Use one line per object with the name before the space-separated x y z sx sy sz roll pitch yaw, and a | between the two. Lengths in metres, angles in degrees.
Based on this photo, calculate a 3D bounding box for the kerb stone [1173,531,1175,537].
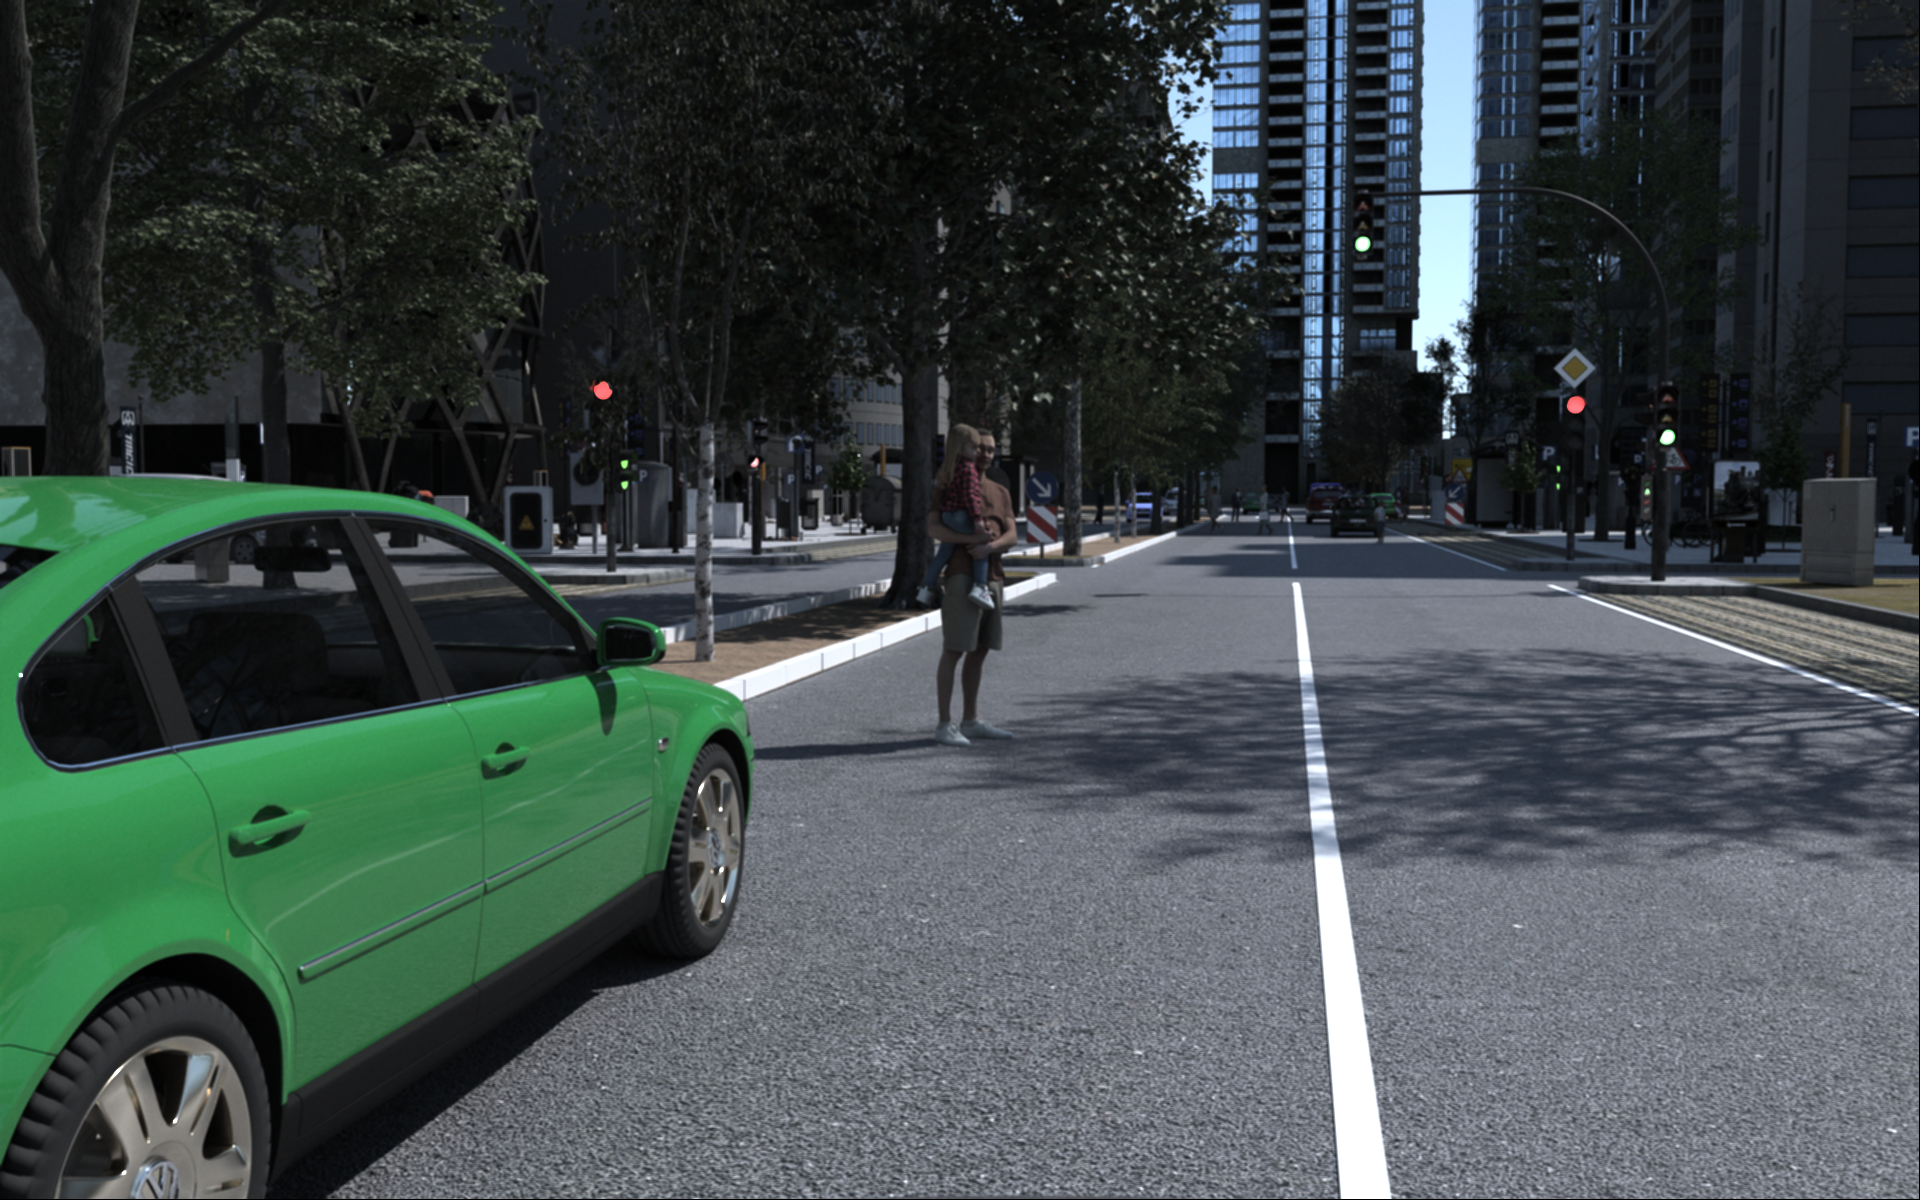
kerb stone | 6.806 -2.087 56.310 0.120 0.150 1.000 1 4 11

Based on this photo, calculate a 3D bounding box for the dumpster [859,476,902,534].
dumpster | -2.504 -3.093 56.335 1.264 1.857 1.865 1 4 11

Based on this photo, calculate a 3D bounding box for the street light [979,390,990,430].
street light | 1.127 -6.289 75.611 0.468 5.910 1.993 1 4 11

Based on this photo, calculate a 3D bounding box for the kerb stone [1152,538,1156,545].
kerb stone | 5.289 -1.593 48.256 0.120 0.150 1.000 1 4 11

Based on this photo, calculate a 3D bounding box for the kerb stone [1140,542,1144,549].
kerb stone | 4.532 -1.348 44.238 0.120 0.150 1.000 1 4 11

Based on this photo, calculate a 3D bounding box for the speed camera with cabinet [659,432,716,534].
speed camera with cabinet | -8.911 -3.757 55.760 2.038 3.252 0.660 -1 4 -10

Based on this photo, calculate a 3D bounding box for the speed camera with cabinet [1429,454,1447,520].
speed camera with cabinet | 23.596 -5.575 85.491 0.660 3.252 2.038 0 4 7

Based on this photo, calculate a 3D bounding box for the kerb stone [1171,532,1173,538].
kerb stone | 6.616 -2.025 55.304 0.120 0.150 1.000 1 4 11

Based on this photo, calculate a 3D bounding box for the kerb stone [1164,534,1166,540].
kerb stone | 6.054 -1.839 52.287 0.120 0.150 1.000 1 4 11

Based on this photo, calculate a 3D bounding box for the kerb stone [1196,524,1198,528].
kerb stone | 9.471 -2.943 70.432 0.120 0.150 1.000 1 4 11

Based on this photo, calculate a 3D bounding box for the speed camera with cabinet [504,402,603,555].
speed camera with cabinet | -8.633 -2.598 36.813 2.038 3.252 0.660 -1 4 -10

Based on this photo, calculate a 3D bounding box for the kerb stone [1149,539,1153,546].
kerb stone | 5.098 -1.533 47.252 0.120 0.150 1.000 1 4 11

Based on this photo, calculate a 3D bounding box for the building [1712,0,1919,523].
building | 50.203 -33.353 87.318 21.231 58.520 28.212 1 4 11

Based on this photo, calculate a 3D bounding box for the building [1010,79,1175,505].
building | 14.832 -38.705 222.063 27.495 52.752 28.713 1 4 11

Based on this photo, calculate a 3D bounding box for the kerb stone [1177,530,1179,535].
kerb stone | 7.184 -2.210 58.328 0.120 0.150 1.000 1 4 11

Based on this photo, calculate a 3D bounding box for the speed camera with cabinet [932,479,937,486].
speed camera with cabinet | -0.650 -6.926 107.576 2.038 3.252 0.660 2 4 24

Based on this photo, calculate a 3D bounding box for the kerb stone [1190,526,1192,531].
kerb stone | 8.704 -2.704 66.399 0.120 0.150 1.000 1 4 11

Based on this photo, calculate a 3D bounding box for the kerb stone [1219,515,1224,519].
kerb stone | 14.791 -4.677 98.671 0.120 0.150 1.000 1 4 11

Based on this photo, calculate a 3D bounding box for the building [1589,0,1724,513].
building | 61.862 -26.153 119.483 32.217 40.220 23.993 1 4 11

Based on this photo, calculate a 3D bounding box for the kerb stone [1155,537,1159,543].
kerb stone | 5.478 -1.655 49.261 0.120 0.150 1.000 1 4 11

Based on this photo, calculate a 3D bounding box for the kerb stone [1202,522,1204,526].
kerb stone | 10.419 -3.258 75.488 0.120 0.150 1.000 1 4 11

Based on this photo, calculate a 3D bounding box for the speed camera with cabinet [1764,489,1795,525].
speed camera with cabinet | 25.121 -3.592 53.061 0.660 3.252 2.038 1 4 16

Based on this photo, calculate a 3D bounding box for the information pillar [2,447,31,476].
information pillar | -14.789 -1.389 27.200 0.304 2.012 0.304 2 4 35

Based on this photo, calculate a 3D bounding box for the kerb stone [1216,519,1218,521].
kerb stone | 13.267 -4.185 90.617 0.120 0.150 1.000 1 4 11

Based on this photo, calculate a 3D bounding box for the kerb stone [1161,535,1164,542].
kerb stone | 5.858 -1.779 51.283 0.120 0.150 1.000 1 4 11

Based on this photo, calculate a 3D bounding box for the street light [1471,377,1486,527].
street light | 20.371 -5.834 68.173 0.468 5.910 1.993 1 4 11

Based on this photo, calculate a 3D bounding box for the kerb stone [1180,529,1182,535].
kerb stone | 7.570 -2.333 60.336 0.120 0.150 1.000 1 4 11

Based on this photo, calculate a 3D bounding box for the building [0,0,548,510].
building | -23.991 -11.902 62.045 16.820 18.784 16.811 1 4 11

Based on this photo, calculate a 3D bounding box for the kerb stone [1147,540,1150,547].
kerb stone | 4.908 -1.471 46.248 0.120 0.150 1.000 1 4 11

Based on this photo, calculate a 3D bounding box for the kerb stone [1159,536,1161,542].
kerb stone | 5.668 -1.717 50.273 0.120 0.150 1.000 1 4 11

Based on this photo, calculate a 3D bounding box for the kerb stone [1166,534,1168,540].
kerb stone | 6.234 -1.900 53.293 0.120 0.150 1.000 1 4 11

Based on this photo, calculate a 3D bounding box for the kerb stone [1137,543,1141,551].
kerb stone | 4.350 -1.287 43.231 0.120 0.150 1.000 1 4 11

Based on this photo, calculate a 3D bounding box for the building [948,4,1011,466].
building | -7.186 -33.131 165.400 21.600 48.544 21.300 1 4 11

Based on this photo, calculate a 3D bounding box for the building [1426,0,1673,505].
building | 73.360 -54.656 206.301 31.000 86.520 22.319 1 4 11

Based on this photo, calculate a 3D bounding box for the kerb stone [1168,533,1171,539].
kerb stone | 6.428 -1.963 54.297 0.120 0.150 1.000 1 4 11

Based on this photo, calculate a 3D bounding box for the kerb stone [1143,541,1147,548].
kerb stone | 4.721 -1.401 45.243 0.120 0.150 1.000 1 4 11

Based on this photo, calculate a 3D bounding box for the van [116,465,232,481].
van | -15.149 -1.713 35.015 4.112 2.044 2.013 1 4 12

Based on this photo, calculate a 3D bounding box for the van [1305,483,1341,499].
van | 21.253 -5.900 100.845 2.240 2.365 5.245 1 4 11

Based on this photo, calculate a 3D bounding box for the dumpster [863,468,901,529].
dumpster | -2.818 -3.816 64.889 1.502 2.255 1.985 1 4 11

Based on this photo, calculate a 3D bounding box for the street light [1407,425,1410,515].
street light | 27.579 -8.177 106.483 0.468 5.910 1.993 1 4 11

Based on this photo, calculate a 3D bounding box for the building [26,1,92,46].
building | -53.775 -16.155 68.653 34.151 26.468 19.350 1 4 11

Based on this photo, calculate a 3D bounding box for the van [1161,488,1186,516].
van | 14.530 -6.666 116.007 2.013 2.044 4.112 1 4 11

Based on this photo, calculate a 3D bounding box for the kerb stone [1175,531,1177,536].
kerb stone | 7.000 -2.147 57.323 0.120 0.150 1.000 1 4 11

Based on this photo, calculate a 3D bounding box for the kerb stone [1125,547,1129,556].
kerb stone | 3.768 -1.102 40.210 0.120 0.150 1.000 1 4 11

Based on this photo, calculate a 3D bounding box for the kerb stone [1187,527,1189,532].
kerb stone | 8.322 -2.580 64.374 0.120 0.150 1.000 1 4 11

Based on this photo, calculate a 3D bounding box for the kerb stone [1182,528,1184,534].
kerb stone | 7.753 -2.390 61.346 0.120 0.150 1.000 1 4 11

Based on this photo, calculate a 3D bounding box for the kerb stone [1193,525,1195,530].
kerb stone | 9.081 -2.825 68.414 0.120 0.150 1.000 1 4 11

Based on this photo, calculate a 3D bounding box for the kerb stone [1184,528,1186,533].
kerb stone | 7.944 -2.454 62.357 0.120 0.150 1.000 1 4 11

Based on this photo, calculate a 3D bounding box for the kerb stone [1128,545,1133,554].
kerb stone | 3.959 -1.163 41.219 0.120 0.150 1.000 1 4 11

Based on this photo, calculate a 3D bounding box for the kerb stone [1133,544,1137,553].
kerb stone | 4.154 -1.225 42.225 0.120 0.150 1.000 1 4 11

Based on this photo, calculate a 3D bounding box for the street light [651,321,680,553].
street light | -6.156 -3.947 37.315 0.468 5.910 1.993 1 4 11

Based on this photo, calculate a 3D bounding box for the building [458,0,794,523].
building | -18.192 -17.996 87.734 14.314 27.812 24.014 1 4 11

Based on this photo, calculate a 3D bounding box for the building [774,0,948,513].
building | -13.887 -35.841 127.999 21.231 58.520 28.212 1 4 11

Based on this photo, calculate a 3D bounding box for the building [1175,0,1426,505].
building | 42.980 -55.034 212.476 31.000 86.520 22.319 1 4 11
